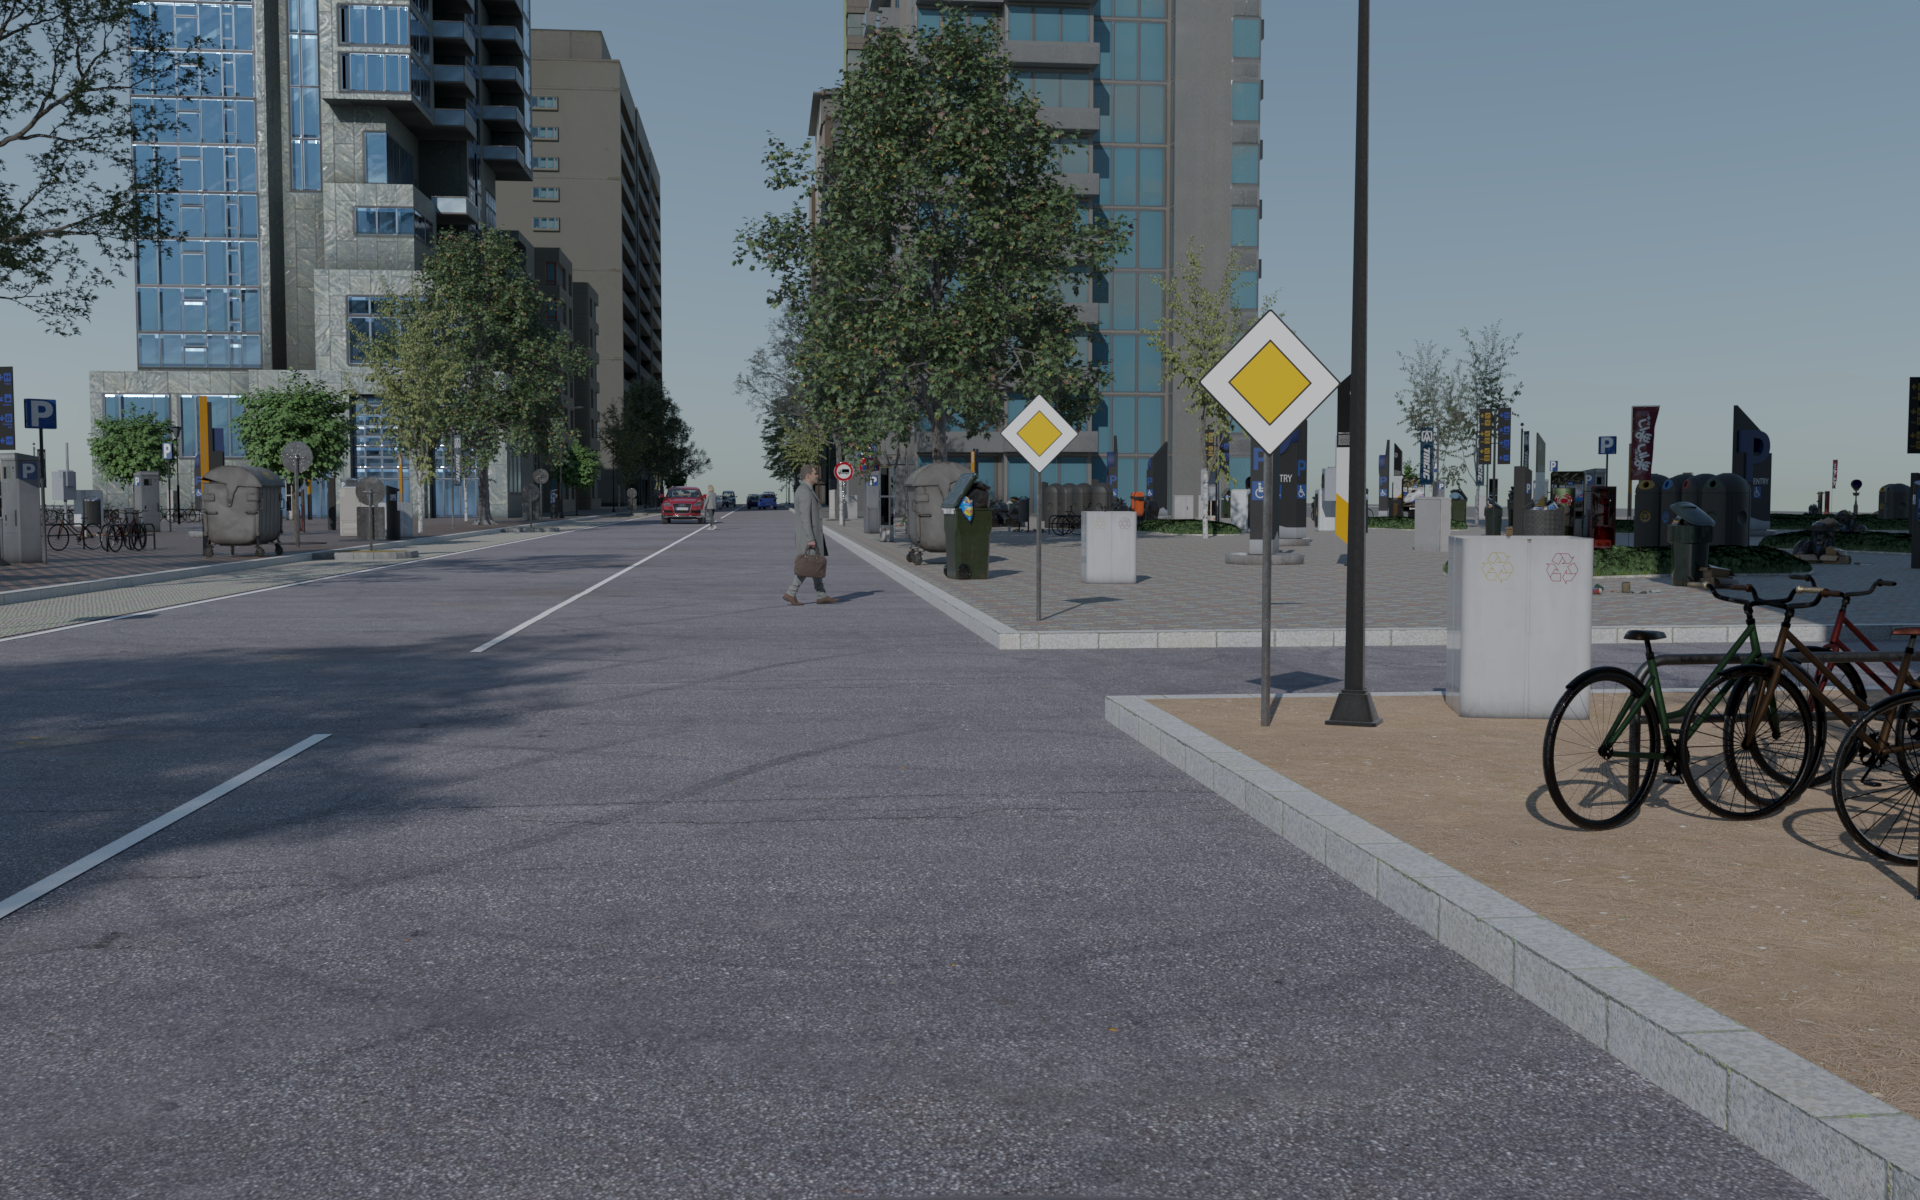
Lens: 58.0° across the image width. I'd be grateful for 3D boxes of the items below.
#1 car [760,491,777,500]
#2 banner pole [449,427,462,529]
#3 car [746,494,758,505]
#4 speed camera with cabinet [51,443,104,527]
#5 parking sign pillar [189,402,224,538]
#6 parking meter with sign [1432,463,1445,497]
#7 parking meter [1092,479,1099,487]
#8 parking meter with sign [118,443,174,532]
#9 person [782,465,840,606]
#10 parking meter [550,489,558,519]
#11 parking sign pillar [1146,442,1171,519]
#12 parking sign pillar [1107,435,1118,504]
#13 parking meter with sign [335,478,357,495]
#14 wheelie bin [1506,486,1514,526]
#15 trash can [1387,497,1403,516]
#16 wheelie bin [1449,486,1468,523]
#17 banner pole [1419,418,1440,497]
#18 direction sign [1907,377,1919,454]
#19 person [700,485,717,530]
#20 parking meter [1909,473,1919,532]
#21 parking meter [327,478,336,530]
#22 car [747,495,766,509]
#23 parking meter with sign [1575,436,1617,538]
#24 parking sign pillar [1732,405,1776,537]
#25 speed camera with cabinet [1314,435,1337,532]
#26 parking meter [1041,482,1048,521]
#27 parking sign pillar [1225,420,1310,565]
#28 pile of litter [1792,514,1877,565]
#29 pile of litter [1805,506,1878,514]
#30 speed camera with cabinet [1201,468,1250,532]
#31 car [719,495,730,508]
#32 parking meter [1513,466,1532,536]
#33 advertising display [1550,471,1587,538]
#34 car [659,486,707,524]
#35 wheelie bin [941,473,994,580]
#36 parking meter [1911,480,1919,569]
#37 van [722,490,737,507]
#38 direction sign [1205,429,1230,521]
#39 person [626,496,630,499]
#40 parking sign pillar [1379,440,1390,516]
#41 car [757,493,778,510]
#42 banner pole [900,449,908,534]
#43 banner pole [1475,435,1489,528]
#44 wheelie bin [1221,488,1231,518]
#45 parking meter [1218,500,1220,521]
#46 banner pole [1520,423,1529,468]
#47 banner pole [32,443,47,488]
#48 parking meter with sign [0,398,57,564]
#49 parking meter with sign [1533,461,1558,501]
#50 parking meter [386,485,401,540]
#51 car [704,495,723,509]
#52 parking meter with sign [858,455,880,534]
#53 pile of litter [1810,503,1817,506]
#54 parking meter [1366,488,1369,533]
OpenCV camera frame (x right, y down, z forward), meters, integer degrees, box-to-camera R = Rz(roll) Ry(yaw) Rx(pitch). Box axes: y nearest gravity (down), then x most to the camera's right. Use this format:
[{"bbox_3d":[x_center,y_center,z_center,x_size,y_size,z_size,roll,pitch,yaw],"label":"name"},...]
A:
[{"bbox_3d":[-25.827,-13.776,233.915,2.281,1.827,5.304,0,4,-7],"label":"car"},{"bbox_3d":[-18.752,-4.550,64.410,0.863,3.779,0.401,3,5,42],"label":"banner pole"},{"bbox_3d":[-27.089,-13.363,227.287,1.959,1.807,4.718,0,4,-5],"label":"car"},{"bbox_3d":[-34.288,-4.462,67.292,0.660,3.252,2.038,1,4,16],"label":"speed camera with cabinet"},{"bbox_3d":[-22.123,-3.844,51.325,1.447,3.967,1.447,-2,4,-28],"label":"parking sign pillar"},{"bbox_3d":[26.184,-6.023,94.734,0.543,3.016,1.738,0,4,-6],"label":"parking meter with sign"},{"bbox_3d":[5.331,-3.824,68.237,0.255,1.863,0.399,0,4,1],"label":"parking meter"},{"bbox_3d":[-27.379,-3.792,58.261,0.543,3.016,1.738,2,4,35],"label":"parking meter with sign"},{"bbox_3d":[-1.920,-0.841,22.355,0.767,1.812,0.694,-1,4,-9],"label":"person"},{"bbox_3d":[-21.305,-5.045,90.900,0.372,1.533,0.369,0,3,0],"label":"parking meter"},{"bbox_3d":[10.075,-6.122,88.560,1.447,3.967,1.447,3,5,41],"label":"parking sign pillar"},{"bbox_3d":[6.968,-5.540,79.050,1.447,3.967,1.447,0,4,3],"label":"parking sign pillar"},{"bbox_3d":[-29.081,-5.275,82.503,0.543,3.016,1.738,2,4,32],"label":"parking meter with sign"},{"bbox_3d":[22.439,-3.776,69.653,0.693,1.594,0.980,-3,4,-38],"label":"wheelie bin"},{"bbox_3d":[18.636,-3.816,74.042,0.748,1.137,0.748,0,3,0],"label":"trash can"},{"bbox_3d":[19.279,-3.612,66.960,0.693,1.594,0.980,1,4,18],"label":"wheelie bin"},{"bbox_3d":[15.507,-4.098,57.025,0.863,3.779,0.401,-1,4,-9],"label":"banner pole"},{"bbox_3d":[18.762,-2.540,33.519,0.876,3.537,0.379,0,4,-1],"label":"direction sign"},{"bbox_3d":[-9.973,-3.693,69.065,0.728,1.800,0.709,3,5,44],"label":"person"},{"bbox_3d":[26.079,-2.534,47.150,0.399,1.863,0.255,-2,4,-26],"label":"parking meter"},{"bbox_3d":[-22.422,-3.429,61.782,0.255,1.863,0.399,-2,4,-26],"label":"parking meter"},{"bbox_3d":[-19.343,-9.315,164.873,1.945,1.354,3.894,0,4,-5],"label":"car"},{"bbox_3d":[18.846,-3.384,51.583,1.738,3.016,0.543,-3,5,-42],"label":"parking meter with sign"},{"bbox_3d":[24.098,-3.929,52.710,1.447,3.967,1.447,-2,4,-28],"label":"parking sign pillar"},{"bbox_3d":[12.549,-3.962,59.107,0.660,3.252,2.038,0,4,3],"label":"speed camera with cabinet"},{"bbox_3d":[4.228,-4.976,87.069,0.399,1.863,0.255,-3,5,-44],"label":"parking meter"},{"bbox_3d":[5.615,-2.652,31.827,1.447,3.967,1.447,1,4,16],"label":"parking sign pillar"},{"bbox_3d":[15.930,-1.105,32.035,1.176,0.858,1.719,-2,4,-30],"label":"pile of litter"},{"bbox_3d":[25.151,-2.150,49.116,1.176,0.858,1.719,-3,4,-38],"label":"pile of litter"},{"bbox_3d":[9.629,-4.119,61.685,2.038,3.252,0.660,1,4,13],"label":"speed camera with cabinet"},{"bbox_3d":[-25.567,-10.542,184.946,1.945,1.354,3.894,0,4,-7],"label":"car"},{"bbox_3d":[11.751,-1.864,36.183,0.255,1.863,0.399,3,5,43],"label":"parking meter"},{"bbox_3d":[17.050,-2.653,48.591,0.974,1.923,0.123,3,4,39],"label":"advertising display"},{"bbox_3d":[-13.361,-4.599,83.872,2.281,1.827,5.304,0,4,-7],"label":"car"},{"bbox_3d":[0.120,-1.119,26.204,0.693,1.594,0.980,-1,4,-20],"label":"wheelie bin"},{"bbox_3d":[16.623,-1.311,29.846,0.372,1.533,0.369,0,3,0],"label":"parking meter"},{"bbox_3d":[-26.351,-11.628,197.129,2.013,2.044,4.112,0,4,-7],"label":"van"},{"bbox_3d":[8.979,-4.199,60.643,0.876,3.537,0.379,0,4,7],"label":"direction sign"},{"bbox_3d":[-32.706,-9.962,171.244,0.599,1.838,0.709,3,5,44],"label":"person"},{"bbox_3d":[20.865,-5.915,85.182,1.447,3.967,1.447,1,4,18],"label":"parking sign pillar"},{"bbox_3d":[-17.854,-9.224,160.395,1.945,1.707,3.694,0,4,-8],"label":"car"},{"bbox_3d":[-1.702,-3.990,55.254,0.401,3.779,0.863,0,4,-3],"label":"banner pole"},{"bbox_3d":[19.506,-4.561,64.586,0.863,3.779,0.401,-2,4,-31],"label":"banner pole"},{"bbox_3d":[14.282,-5.179,92.577,0.693,1.594,0.980,-1,4,-12],"label":"wheelie bin"},{"bbox_3d":[10.137,-3.696,68.840,0.372,1.533,0.369,0,3,0],"label":"parking meter"},{"bbox_3d":[19.706,-4.313,60.527,0.401,3.779,0.863,0,4,-5],"label":"banner pole"},{"bbox_3d":[-44.892,-5.775,84.444,0.401,3.779,0.863,2,4,25],"label":"banner pole"},{"bbox_3d":[-17.487,-2.203,32.274,1.738,3.016,0.543,3,4,37],"label":"parking meter with sign"},{"bbox_3d":[30.246,-5.750,90.272,1.738,3.016,0.543,-1,4,-20],"label":"parking meter with sign"},{"bbox_3d":[-15.879,-2.453,48.520,0.372,1.533,0.369,0,3,0],"label":"parking meter"},{"bbox_3d":[-23.308,-9.202,162.806,2.083,1.381,4.827,0,4,-7],"label":"car"},{"bbox_3d":[-2.922,-3.694,56.657,0.543,3.016,1.738,-1,4,-13],"label":"parking meter with sign"},{"bbox_3d":[38.914,-3.952,78.578,1.719,0.858,1.176,0,4,6],"label":"pile of litter"},{"bbox_3d":[13.247,-2.973,57.012,0.372,1.533,0.369,0,3,0],"label":"parking meter"}]
